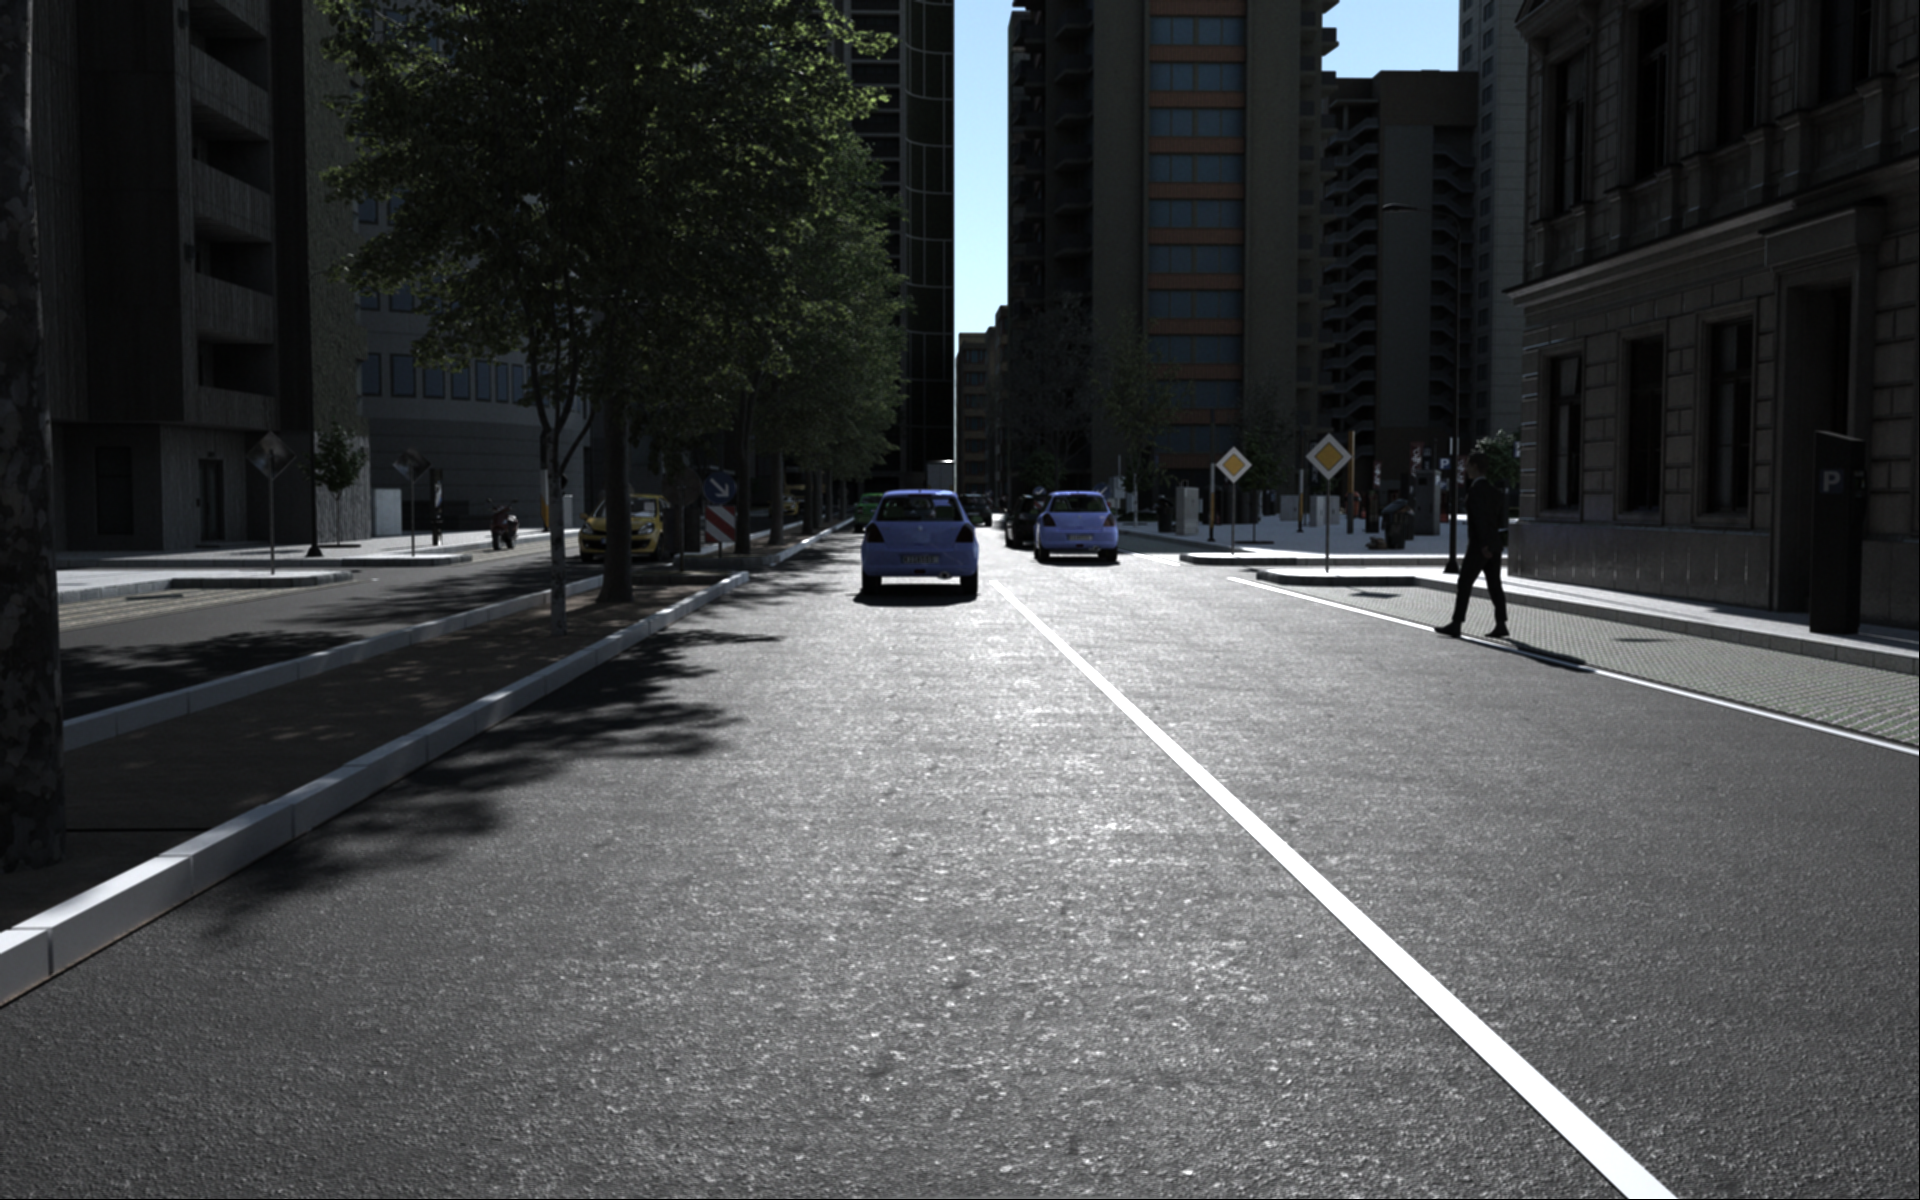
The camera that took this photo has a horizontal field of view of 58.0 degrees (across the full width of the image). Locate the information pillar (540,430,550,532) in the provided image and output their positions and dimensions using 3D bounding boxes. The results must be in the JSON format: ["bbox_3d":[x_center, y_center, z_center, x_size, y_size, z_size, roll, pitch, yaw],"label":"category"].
[{"bbox_3d":[-13.994,-4.097,58.337,0.183,3.616,0.504,-2,4,-34],"label":"information pillar"}]

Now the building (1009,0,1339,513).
[{"bbox_3d":[15.287,-29.019,129.089,22.147,44.769,28.867,0,4,-2],"label":"building"}]

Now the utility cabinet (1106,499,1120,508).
[{"bbox_3d":[9.613,-6.158,109.369,1.173,1.500,0.318,-3,5,-41],"label":"utility cabinet"}]

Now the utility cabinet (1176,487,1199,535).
[{"bbox_3d":[7.102,-2.774,54.034,0.318,1.500,1.173,2,4,30],"label":"utility cabinet"}]

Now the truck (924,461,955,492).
[{"bbox_3d":[-1.801,-10.054,153.301,2.839,4.237,11.283,0,4,-1],"label":"truck"}]

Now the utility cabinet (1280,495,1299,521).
[{"bbox_3d":[15.781,-4.366,82.550,1.020,1.237,0.306,1,4,8],"label":"utility cabinet"}]

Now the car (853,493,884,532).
[{"bbox_3d":[-3.117,-3.518,66.309,1.959,1.807,4.718,0,4,-2],"label":"car"}]

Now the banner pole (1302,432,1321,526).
[{"bbox_3d":[14.194,-4.893,70.019,0.863,3.779,0.401,2,4,30],"label":"banner pole"}]

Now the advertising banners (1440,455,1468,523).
[{"bbox_3d":[21.601,-4.967,77.406,2.074,3.025,0.090,1,4,11],"label":"advertising banners"}]

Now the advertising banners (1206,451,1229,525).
[{"bbox_3d":[10.641,-4.594,71.307,0.090,3.025,2.074,-1,4,-17],"label":"advertising banners"}]

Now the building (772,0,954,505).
[{"bbox_3d":[-10.946,-46.764,202.845,20.611,71.187,20.563,0,4,-2],"label":"building"}]

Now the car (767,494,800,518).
[{"bbox_3d":[-10.659,-5.789,104.879,2.015,1.641,3.980,0,4,-3],"label":"car"}]

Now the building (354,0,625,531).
[{"bbox_3d":[-26.639,-32.334,70.664,21.231,58.520,28.212,0,4,-2],"label":"building"}]

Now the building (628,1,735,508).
[{"bbox_3d":[-30.841,-32.643,122.947,28.713,52.752,27.495,0,4,-2],"label":"building"}]

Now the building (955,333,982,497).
[{"bbox_3d":[14.307,-22.256,208.921,28.899,21.520,27.650,0,4,-2],"label":"building"}]

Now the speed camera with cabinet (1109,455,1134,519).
[{"bbox_3d":[8.611,-5.763,88.563,2.038,3.252,0.660,-2,4,-27],"label":"speed camera with cabinet"}]

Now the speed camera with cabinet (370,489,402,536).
[{"bbox_3d":[-17.992,-3.561,52.555,0.660,3.252,2.038,3,4,37],"label":"speed camera with cabinet"}]

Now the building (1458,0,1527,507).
[{"bbox_3d":[61.734,-45.250,178.091,20.611,71.187,20.563,0,4,-2],"label":"building"}]

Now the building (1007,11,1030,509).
[{"bbox_3d":[11.052,-28.593,151.094,14.154,41.232,14.086,0,4,-2],"label":"building"}]

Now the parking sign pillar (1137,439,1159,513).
[{"bbox_3d":[9.325,-5.973,86.124,1.447,3.967,1.447,-2,4,-33],"label":"parking sign pillar"}]

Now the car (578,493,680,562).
[{"bbox_3d":[-7.210,-1.699,38.002,2.015,1.641,3.980,0,4,0],"label":"car"}]

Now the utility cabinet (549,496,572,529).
[{"bbox_3d":[-14.653,-3.202,63.518,0.306,1.237,1.020,2,4,26],"label":"utility cabinet"}]

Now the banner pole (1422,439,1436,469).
[{"bbox_3d":[21.404,-5.436,78.903,0.401,3.779,0.863,-3,5,-44],"label":"banner pole"}]

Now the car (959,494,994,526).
[{"bbox_3d":[0.555,-4.203,78.505,2.009,1.686,4.222,0,4,-1],"label":"car"}]

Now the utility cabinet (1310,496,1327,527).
[{"bbox_3d":[13.987,-3.469,67.878,0.306,1.237,1.020,2,4,27],"label":"utility cabinet"}]

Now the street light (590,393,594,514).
[{"bbox_3d":[-13.915,-5.836,67.952,1.470,5.913,1.316,0,4,-2],"label":"street light"}]

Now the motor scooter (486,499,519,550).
[{"bbox_3d":[-11.716,-1.942,44.526,0.815,1.314,1.986,0,4,-1],"label":"motor scooter"}]

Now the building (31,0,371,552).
[{"bbox_3d":[-23.433,-16.471,40.995,14.160,30.474,14.107,0,4,-2],"label":"building"}]

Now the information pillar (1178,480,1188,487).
[{"bbox_3d":[11.758,-5.281,90.830,0.304,2.012,0.304,0,4,-7],"label":"information pillar"}]

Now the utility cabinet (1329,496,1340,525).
[{"bbox_3d":[15.464,-3.772,72.830,1.020,1.237,0.306,-1,4,-20],"label":"utility cabinet"}]

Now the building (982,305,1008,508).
[{"bbox_3d":[16.989,-20.096,173.608,27.650,21.520,28.899,0,4,-2],"label":"building"}]

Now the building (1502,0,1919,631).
[{"bbox_3d":[13.607,-9.362,17.705,10.561,19.102,19.286,0,4,-2],"label":"building"}]

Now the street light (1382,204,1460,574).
[{"bbox_3d":[7.457,-3.387,27.926,1.470,5.913,1.316,0,4,-2],"label":"street light"}]

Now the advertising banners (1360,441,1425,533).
[{"bbox_3d":[14.321,-3.729,57.150,2.074,3.025,0.090,0,4,-7],"label":"advertising banners"}]

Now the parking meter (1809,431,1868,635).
[{"bbox_3d":[8.076,-0.624,15.920,0.255,1.863,0.399,-2,4,-35],"label":"parking meter"}]

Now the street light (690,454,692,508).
[{"bbox_3d":[-15.015,-7.805,100.151,1.470,5.913,1.316,0,4,-2],"label":"street light"}]

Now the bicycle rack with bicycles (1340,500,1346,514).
[{"bbox_3d":[23.852,-5.911,110.023,2.925,0.926,2.852,-3,4,-39],"label":"bicycle rack with bicycles"}]

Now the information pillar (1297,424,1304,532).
[{"bbox_3d":[11.444,-4.083,58.113,0.183,3.616,0.504,0,4,4],"label":"information pillar"}]

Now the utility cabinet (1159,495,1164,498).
[{"bbox_3d":[10.637,-5.095,94.471,1.020,1.237,0.306,2,4,35],"label":"utility cabinet"}]

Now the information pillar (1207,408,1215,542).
[{"bbox_3d":[6.815,-3.391,46.802,0.183,3.616,0.504,0,4,4],"label":"information pillar"}]

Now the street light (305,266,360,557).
[{"bbox_3d":[-12.683,-3.840,35.319,1.470,5.913,1.316,0,4,-2],"label":"street light"}]

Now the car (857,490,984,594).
[{"bbox_3d":[-0.598,-1.010,26.101,1.945,1.707,3.694,0,4,-1],"label":"car"}]

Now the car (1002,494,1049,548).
[{"bbox_3d":[2.197,-2.300,47.392,2.009,1.686,4.222,0,4,-3],"label":"car"}]

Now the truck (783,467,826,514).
[{"bbox_3d":[-11.215,-7.892,124.962,3.469,3.379,9.791,0,4,-2],"label":"truck"}]

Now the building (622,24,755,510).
[{"bbox_3d":[-24.731,-30.241,144.545,14.600,45.320,14.200,0,4,-2],"label":"building"}]

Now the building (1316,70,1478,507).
[{"bbox_3d":[44.255,-32.452,180.707,14.200,45.320,14.600,0,4,-2],"label":"building"}]

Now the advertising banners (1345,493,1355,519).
[{"bbox_3d":[20.910,-5.717,89.657,2.074,3.025,0.090,-1,4,-14],"label":"advertising banners"}]

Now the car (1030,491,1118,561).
[{"bbox_3d":[2.519,-1.753,38.248,1.945,1.707,3.694,0,4,0],"label":"car"}]

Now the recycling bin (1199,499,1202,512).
[{"bbox_3d":[12.645,-4.826,91.451,0.722,1.027,0.722,3,5,41],"label":"recycling bin"}]

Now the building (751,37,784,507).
[{"bbox_3d":[-29.170,-33.714,174.919,21.600,48.544,21.300,0,4,-2],"label":"building"}]
